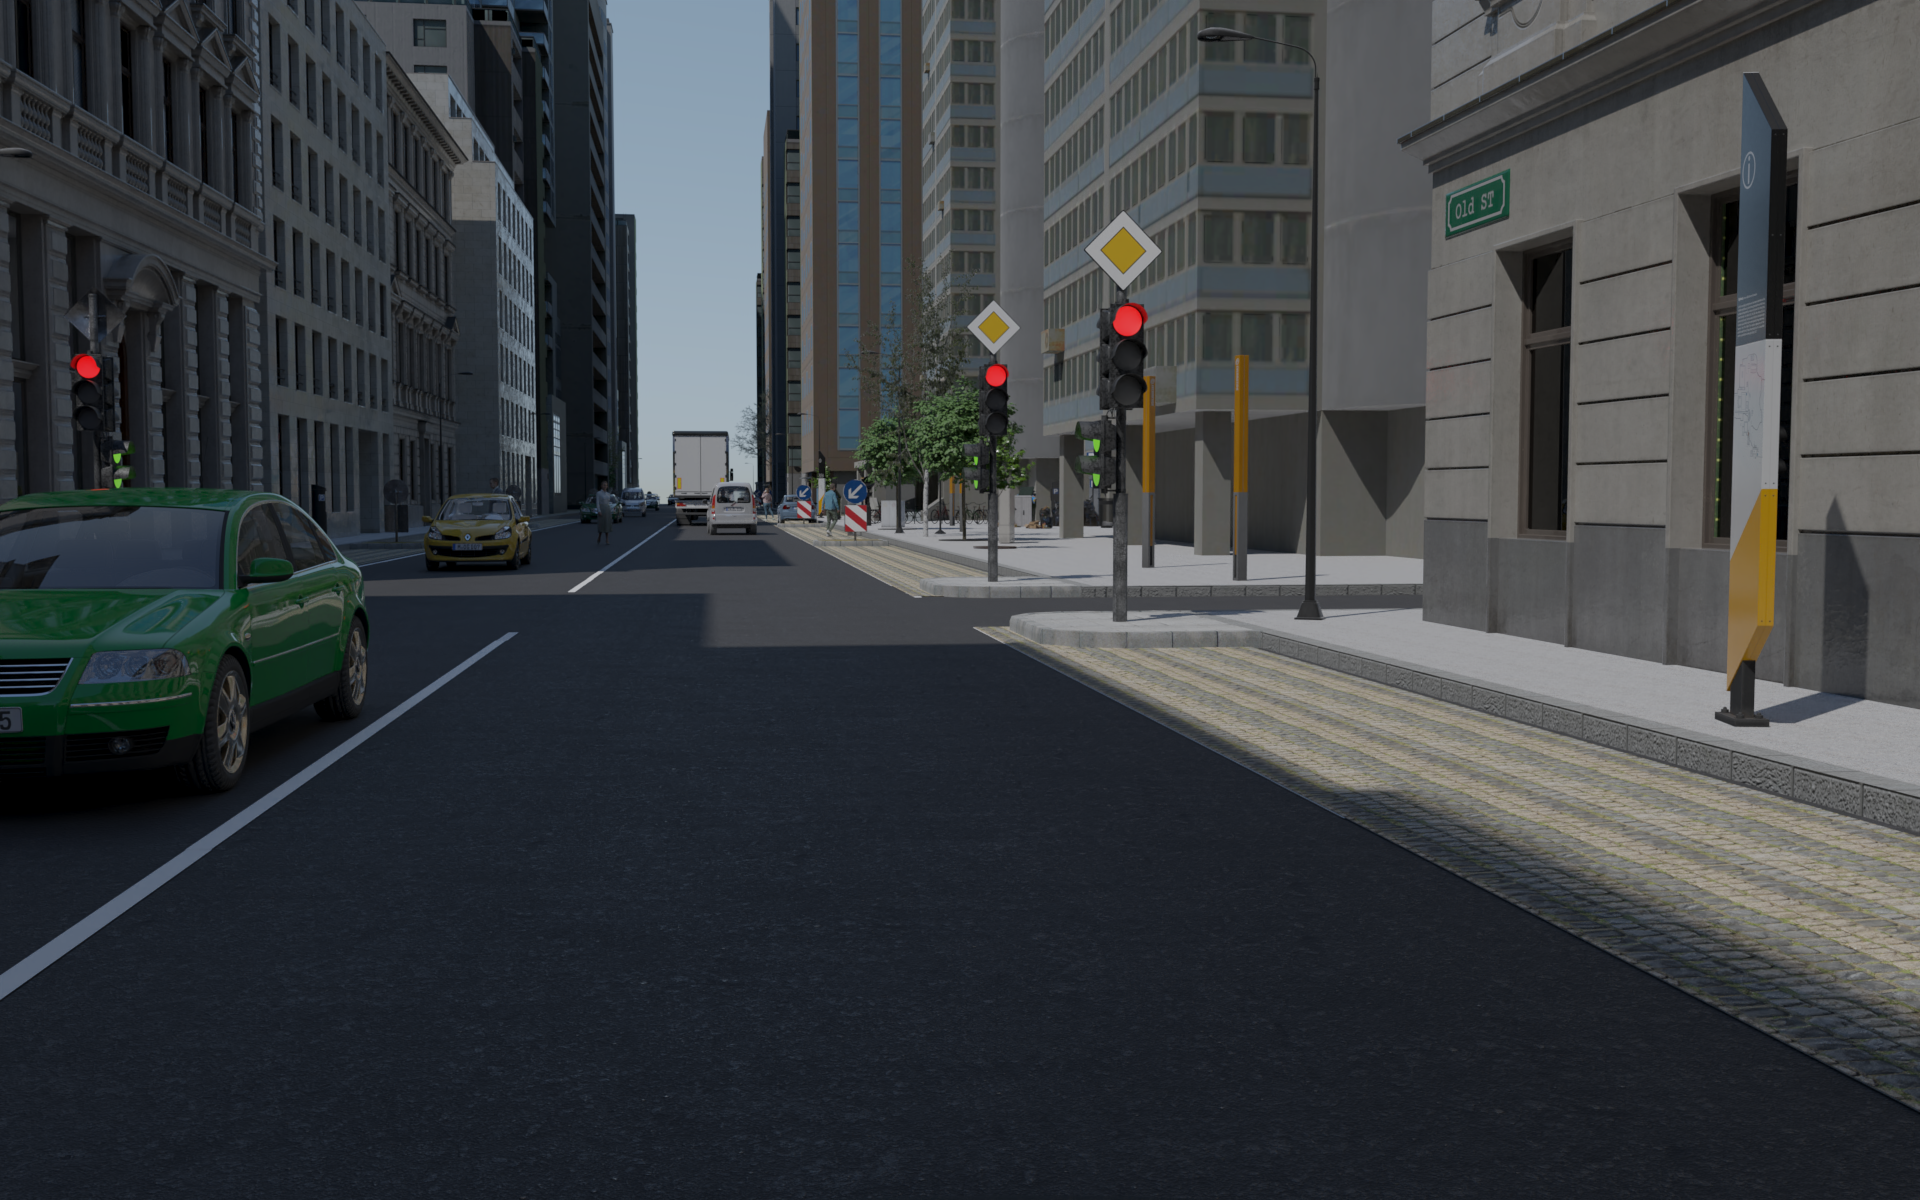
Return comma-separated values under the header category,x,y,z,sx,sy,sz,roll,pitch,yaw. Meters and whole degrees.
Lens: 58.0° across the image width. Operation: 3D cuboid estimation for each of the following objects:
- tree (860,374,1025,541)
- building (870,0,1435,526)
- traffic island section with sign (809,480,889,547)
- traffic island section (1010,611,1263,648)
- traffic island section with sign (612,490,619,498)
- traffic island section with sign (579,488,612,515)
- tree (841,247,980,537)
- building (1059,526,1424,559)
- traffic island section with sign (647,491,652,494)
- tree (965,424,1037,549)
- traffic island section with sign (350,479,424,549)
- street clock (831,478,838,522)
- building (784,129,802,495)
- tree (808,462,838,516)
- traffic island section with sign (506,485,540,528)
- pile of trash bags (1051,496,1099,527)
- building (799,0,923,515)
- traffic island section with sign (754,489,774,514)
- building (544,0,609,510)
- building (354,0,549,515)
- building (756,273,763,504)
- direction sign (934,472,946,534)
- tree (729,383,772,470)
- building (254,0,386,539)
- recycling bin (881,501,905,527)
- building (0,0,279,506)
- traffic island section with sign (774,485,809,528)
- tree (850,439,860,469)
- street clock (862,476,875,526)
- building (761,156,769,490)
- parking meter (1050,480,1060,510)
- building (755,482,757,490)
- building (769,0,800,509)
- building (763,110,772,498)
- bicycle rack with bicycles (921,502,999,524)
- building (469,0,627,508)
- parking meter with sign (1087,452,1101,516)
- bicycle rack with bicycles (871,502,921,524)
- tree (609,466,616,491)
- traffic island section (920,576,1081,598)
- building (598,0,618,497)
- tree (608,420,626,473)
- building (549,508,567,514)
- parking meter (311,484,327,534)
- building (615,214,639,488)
category,x,y,z,sx,sy,sz,roll,pitch,yaw
tree,0.190,-3.907,47.599,4.285,4.588,4.351,0,3,0
building,10.966,-24.357,90.124,32.217,40.220,23.993,0,4,-8
traffic island section with sign,-3.063,-2.406,47.960,1.989,1.847,2.006,0,4,-8
traffic island section,1.631,0.297,17.430,2.009,0.180,2.903,0,4,-8
traffic island section with sign,-29.680,-8.607,149.347,1.989,1.847,2.006,0,4,-8
traffic island section with sign,-25.803,-6.945,122.179,1.989,1.847,2.006,0,4,-8
tree,-1.161,-6.212,51.936,4.360,8.622,3.978,0,3,0
building,15.315,-21.422,42.123,23.993,40.220,32.217,0,4,-8
traffic island section with sign,-41.264,-13.575,230.570,1.989,1.847,2.006,0,4,-8
tree,0.729,-2.814,40.618,1.663,3.219,1.824,0,3,0
traffic island section with sign,-14.871,-2.262,45.613,1.989,1.847,2.006,0,4,-8
street clock,-5.818,-4.614,80.016,0.358,2.002,0.471,-1,4,-10
building,-7.331,-22.603,141.261,14.160,30.474,14.107,0,4,-8
tree,-7.943,-6.615,102.763,1.663,3.219,1.824,0,3,0
traffic island section with sign,-18.775,-3.935,72.963,1.989,1.847,2.006,0,4,-8
pile of trash bags,5.240,-3.622,68.965,3.447,1.369,1.912,1,4,10
building,-3.095,-28.279,112.476,14.600,45.320,14.200,0,4,-8
traffic island section with sign,-13.959,-7.073,124.270,1.989,1.847,2.006,0,4,-8
building,-42.380,-32.258,151.126,21.300,48.544,21.600,0,4,-8
building,-32.582,-20.291,103.453,14.160,30.474,14.107,0,4,-8
building,-19.693,-27.869,227.355,14.160,30.474,14.107,0,4,-8
direction sign,-0.635,-3.900,55.756,0.876,3.537,0.379,3,4,36
tree,-19.342,-16.767,184.507,12.009,13.543,11.850,0,3,0
building,-23.401,-11.943,50.012,10.420,20.320,16.860,0,4,-8
recycling bin,-2.584,-3.324,66.895,0.722,1.027,0.722,1,4,21
building,-20.209,-12.388,31.422,11.050,23.489,19.941,0,4,-8
traffic island section with sign,-6.871,-4.038,74.646,1.989,1.847,2.006,0,4,-8
tree,-2.334,-4.822,62.559,4.285,4.588,4.351,0,3,0
street clock,-3.680,-3.989,69.794,0.471,2.002,0.358,1,4,12
building,-17.388,-32.388,213.142,14.154,41.232,14.086,0,4,-8
parking meter,3.962,-4.063,72.147,0.399,1.863,0.255,0,4,0
building,-13.141,-33.999,247.764,32.217,40.220,23.993,0,4,-8
building,-7.171,-37.907,161.786,21.231,58.520,28.212,0,4,-8
building,-15.313,-33.574,199.053,14.600,45.320,14.200,0,4,-8
bicycle rack with bicycles,0.385,-3.708,74.003,2.852,0.926,2.925,-2,4,-28
building,-54.039,-55.535,220.676,22.319,86.520,31.000,0,4,-8
parking meter with sign,5.735,-4.714,73.338,0.543,3.016,1.738,1,4,12
bicycle rack with bicycles,-2.860,-3.765,74.938,2.925,0.926,2.852,-1,4,-16
tree,-34.654,-11.229,167.305,4.285,4.588,4.351,0,3,0
traffic island section,0.503,-0.187,25.335,2.009,0.180,2.903,0,4,-8
building,-49.711,-39.767,192.195,21.231,58.520,28.212,0,4,-8
tree,-35.420,-13.594,172.620,4.360,8.622,3.978,0,3,0
building,-39.597,-49.591,123.483,22.319,86.520,31.000,0,4,-8
parking meter,-16.657,-2.239,45.023,0.372,1.533,0.369,0,3,0
building,-53.016,-34.338,245.020,14.154,41.232,14.086,0,4,-8
